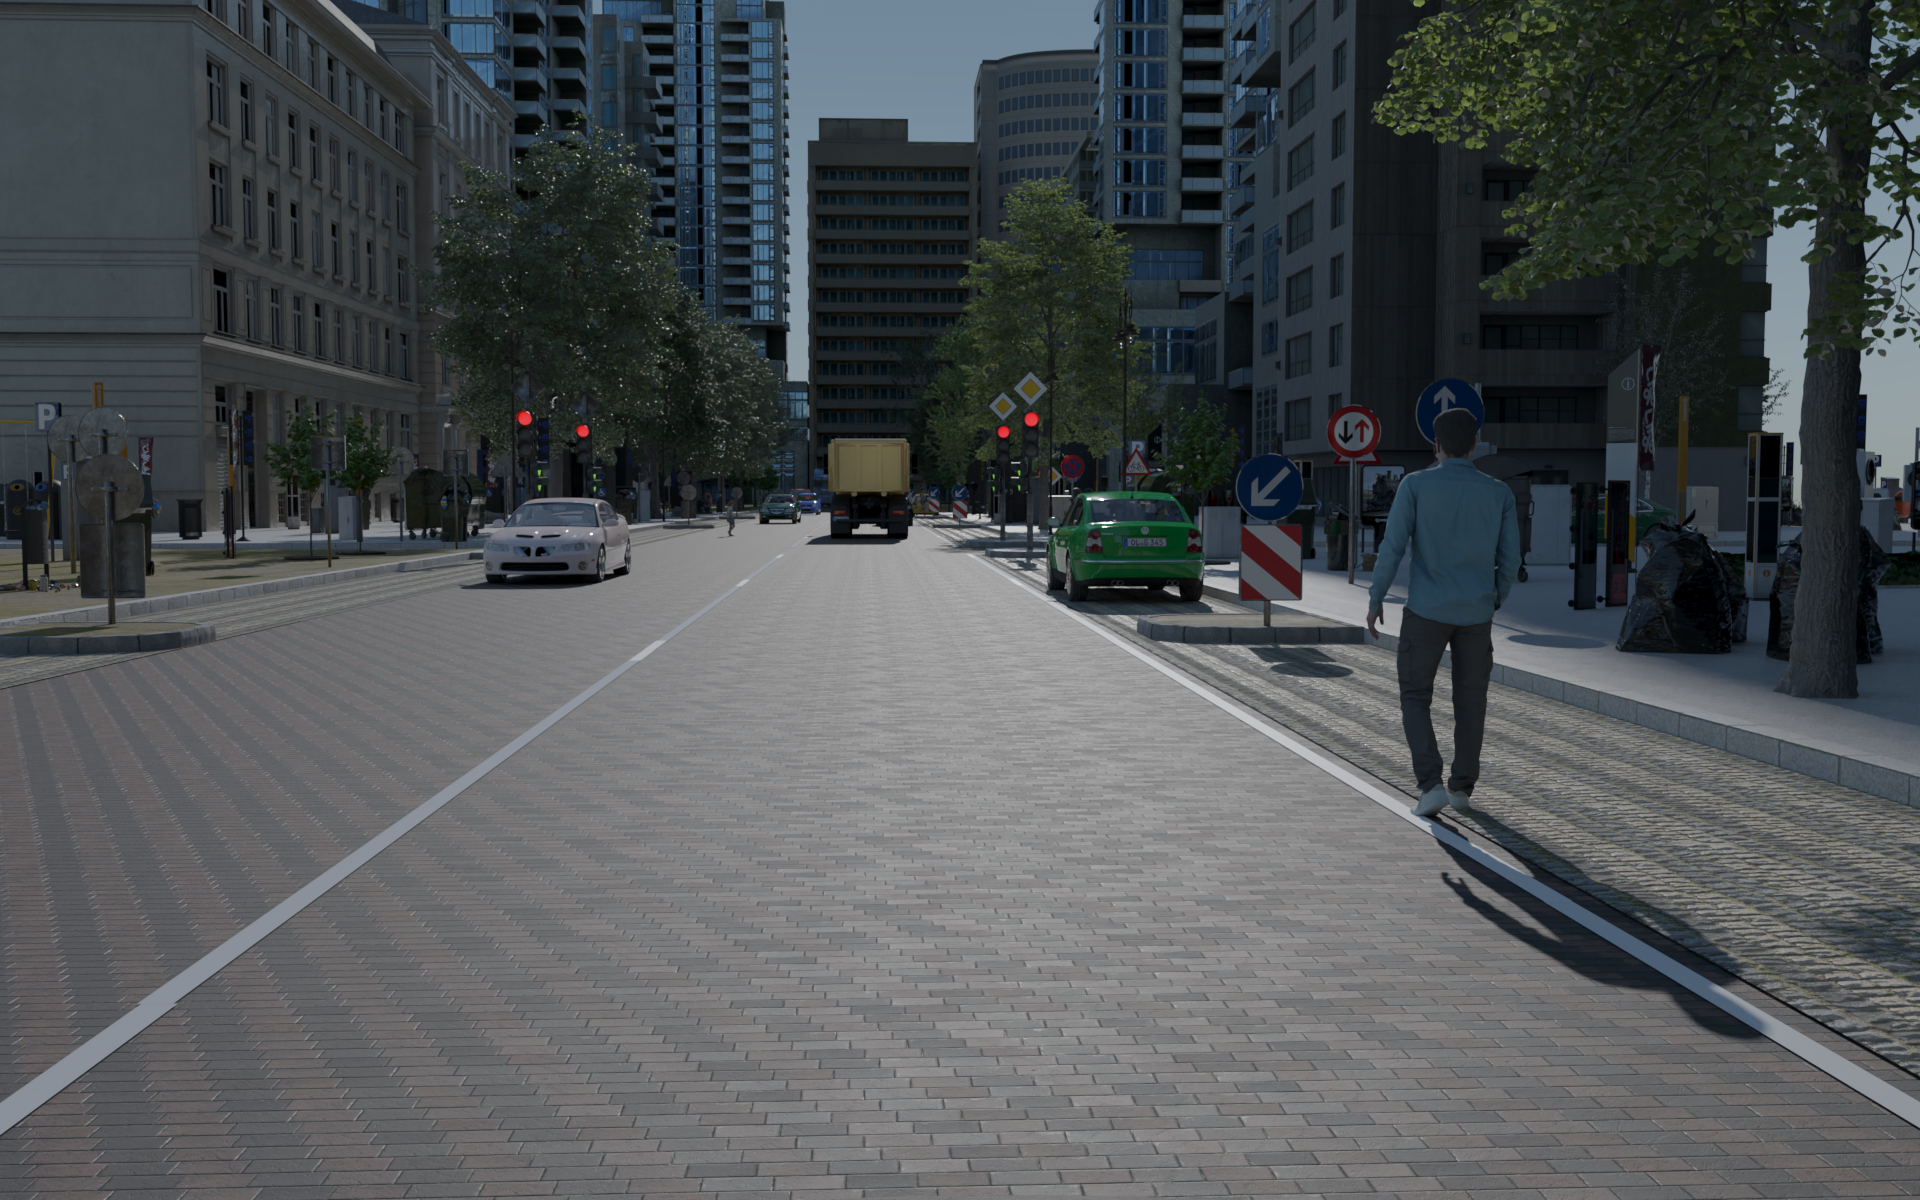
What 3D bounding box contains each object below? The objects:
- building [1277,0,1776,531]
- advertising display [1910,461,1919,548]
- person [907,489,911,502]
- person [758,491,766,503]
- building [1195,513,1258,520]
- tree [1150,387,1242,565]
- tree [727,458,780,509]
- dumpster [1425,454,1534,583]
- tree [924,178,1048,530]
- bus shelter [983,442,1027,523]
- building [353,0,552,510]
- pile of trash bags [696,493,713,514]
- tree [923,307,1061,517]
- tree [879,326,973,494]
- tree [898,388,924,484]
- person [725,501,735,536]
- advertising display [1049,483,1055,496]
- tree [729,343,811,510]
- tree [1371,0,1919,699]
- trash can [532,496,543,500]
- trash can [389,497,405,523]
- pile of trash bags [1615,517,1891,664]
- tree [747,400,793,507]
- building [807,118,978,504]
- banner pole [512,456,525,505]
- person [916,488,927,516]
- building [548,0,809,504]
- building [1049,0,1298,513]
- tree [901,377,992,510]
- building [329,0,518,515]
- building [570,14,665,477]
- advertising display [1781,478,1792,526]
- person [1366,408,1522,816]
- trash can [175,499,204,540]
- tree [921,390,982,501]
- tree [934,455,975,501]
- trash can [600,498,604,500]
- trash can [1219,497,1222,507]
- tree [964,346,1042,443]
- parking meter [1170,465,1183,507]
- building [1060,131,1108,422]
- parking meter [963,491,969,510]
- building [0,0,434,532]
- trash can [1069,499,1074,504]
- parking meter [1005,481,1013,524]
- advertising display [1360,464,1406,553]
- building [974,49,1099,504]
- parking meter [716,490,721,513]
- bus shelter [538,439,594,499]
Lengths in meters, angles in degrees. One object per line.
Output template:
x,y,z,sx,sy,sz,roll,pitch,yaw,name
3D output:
20.473,-17.956,65.290,14.107,30.474,14.160,0,4,-3,building
18.979,-1.735,33.588,0.974,1.923,0.123,1,4,8,advertising display
-3.525,-6.946,122.412,0.624,1.780,0.694,0,4,1,person
-22.945,-11.839,202.154,1.350,1.814,0.705,1,4,11,person
23.569,-47.836,94.793,22.319,86.520,31.000,0,4,-3,building
4.305,-2.266,31.655,1.663,3.219,1.824,0,3,0,tree
-18.759,-10.148,149.627,4.285,4.588,4.351,0,3,0,tree
7.660,-1.224,25.774,1.264,1.857,1.865,0,4,-3,dumpster
3.400,-8.824,62.399,7.486,12.596,7.792,0,3,0,tree
2.120,-5.349,78.740,1.731,3.624,6.357,0,4,-3,bus shelter
-39.879,-50.301,135.098,22.319,86.520,31.000,0,4,-3,building
-16.880,-6.277,112.379,1.912,1.369,3.447,1,4,15,pile of trash bags
1.811,-10.365,95.224,9.928,11.665,9.643,0,3,0,tree
-2.961,-20.640,193.356,12.611,20.169,13.585,0,3,0,tree
-1.920,-14.949,162.550,7.486,12.596,7.792,0,3,0,tree
-7.839,-2.765,58.728,0.382,1.210,0.505,-2,4,-33,person
4.088,-4.538,79.404,0.123,1.923,0.974,-2,4,-26,advertising display
-17.580,-13.953,138.507,12.009,13.543,11.850,0,3,0,tree
5.817,-5.678,10.969,7.486,12.596,7.792,0,3,0,tree
-28.285,-6.366,115.735,0.748,1.137,0.748,0,3,0,trash can
-25.224,-4.041,77.722,0.748,1.137,0.748,0,3,0,trash can
6.961,-0.242,13.705,1.912,1.369,3.447,-3,5,-42,pile of trash bags
-19.923,-14.737,166.707,9.928,11.665,9.643,0,3,0,tree
-8.951,-36.889,226.828,21.600,48.544,21.300,0,4,-3,building
-21.580,-5.772,84.391,0.863,3.779,0.401,-2,4,-32,banner pole
-2.281,-5.823,103.802,0.778,1.811,0.616,0,4,7,person
-35.250,-55.797,224.946,31.000,86.520,22.319,0,4,-3,building
19.865,-51.067,147.622,22.319,86.520,31.000,0,4,-3,building
-0.827,-12.497,138.734,7.601,10.594,8.767,1,4,19,tree
-33.238,-19.005,96.639,13.634,28.700,20.117,0,4,-3,building
-45.597,-33.892,173.744,30.456,49.044,23.786,0,4,-3,building
32.496,-3.888,68.779,0.974,1.923,0.123,3,5,42,advertising display
2.191,0.044,7.795,0.660,1.820,0.620,0,4,-3,person
-21.709,-2.275,48.850,0.748,1.137,0.748,0,3,0,trash can
-0.263,-10.104,115.560,4.737,8.622,4.395,0,3,0,tree
-0.251,-8.857,128.528,4.285,4.588,4.351,0,3,0,tree
-13.166,-3.095,62.261,0.748,1.137,0.748,0,3,0,trash can
11.983,-4.146,79.438,0.748,1.137,0.748,0,3,0,trash can
2.382,-8.202,84.466,4.360,8.622,3.978,0,3,0,tree
4.363,-1.788,34.951,0.255,1.863,0.399,1,4,10,parking meter
23.716,-29.677,177.108,32.217,40.220,23.993,0,4,-3,building
0.411,-6.373,112.607,0.372,1.533,0.369,0,3,0,parking meter
-33.528,-14.583,71.722,16.112,22.955,30.059,0,4,-3,building
3.602,-2.431,51.402,0.748,1.137,0.748,0,3,0,trash can
2.083,-4.240,75.032,0.399,1.863,0.255,3,5,41,parking meter
9.215,-1.991,37.765,0.974,1.923,0.123,0,4,-1,advertising display
16.417,-41.958,228.018,28.212,58.520,21.231,0,4,-3,building
-16.662,-6.804,119.650,0.372,1.533,0.369,0,3,0,parking meter
-16.906,-5.136,75.258,1.731,3.624,6.357,0,4,-3,bus shelter
